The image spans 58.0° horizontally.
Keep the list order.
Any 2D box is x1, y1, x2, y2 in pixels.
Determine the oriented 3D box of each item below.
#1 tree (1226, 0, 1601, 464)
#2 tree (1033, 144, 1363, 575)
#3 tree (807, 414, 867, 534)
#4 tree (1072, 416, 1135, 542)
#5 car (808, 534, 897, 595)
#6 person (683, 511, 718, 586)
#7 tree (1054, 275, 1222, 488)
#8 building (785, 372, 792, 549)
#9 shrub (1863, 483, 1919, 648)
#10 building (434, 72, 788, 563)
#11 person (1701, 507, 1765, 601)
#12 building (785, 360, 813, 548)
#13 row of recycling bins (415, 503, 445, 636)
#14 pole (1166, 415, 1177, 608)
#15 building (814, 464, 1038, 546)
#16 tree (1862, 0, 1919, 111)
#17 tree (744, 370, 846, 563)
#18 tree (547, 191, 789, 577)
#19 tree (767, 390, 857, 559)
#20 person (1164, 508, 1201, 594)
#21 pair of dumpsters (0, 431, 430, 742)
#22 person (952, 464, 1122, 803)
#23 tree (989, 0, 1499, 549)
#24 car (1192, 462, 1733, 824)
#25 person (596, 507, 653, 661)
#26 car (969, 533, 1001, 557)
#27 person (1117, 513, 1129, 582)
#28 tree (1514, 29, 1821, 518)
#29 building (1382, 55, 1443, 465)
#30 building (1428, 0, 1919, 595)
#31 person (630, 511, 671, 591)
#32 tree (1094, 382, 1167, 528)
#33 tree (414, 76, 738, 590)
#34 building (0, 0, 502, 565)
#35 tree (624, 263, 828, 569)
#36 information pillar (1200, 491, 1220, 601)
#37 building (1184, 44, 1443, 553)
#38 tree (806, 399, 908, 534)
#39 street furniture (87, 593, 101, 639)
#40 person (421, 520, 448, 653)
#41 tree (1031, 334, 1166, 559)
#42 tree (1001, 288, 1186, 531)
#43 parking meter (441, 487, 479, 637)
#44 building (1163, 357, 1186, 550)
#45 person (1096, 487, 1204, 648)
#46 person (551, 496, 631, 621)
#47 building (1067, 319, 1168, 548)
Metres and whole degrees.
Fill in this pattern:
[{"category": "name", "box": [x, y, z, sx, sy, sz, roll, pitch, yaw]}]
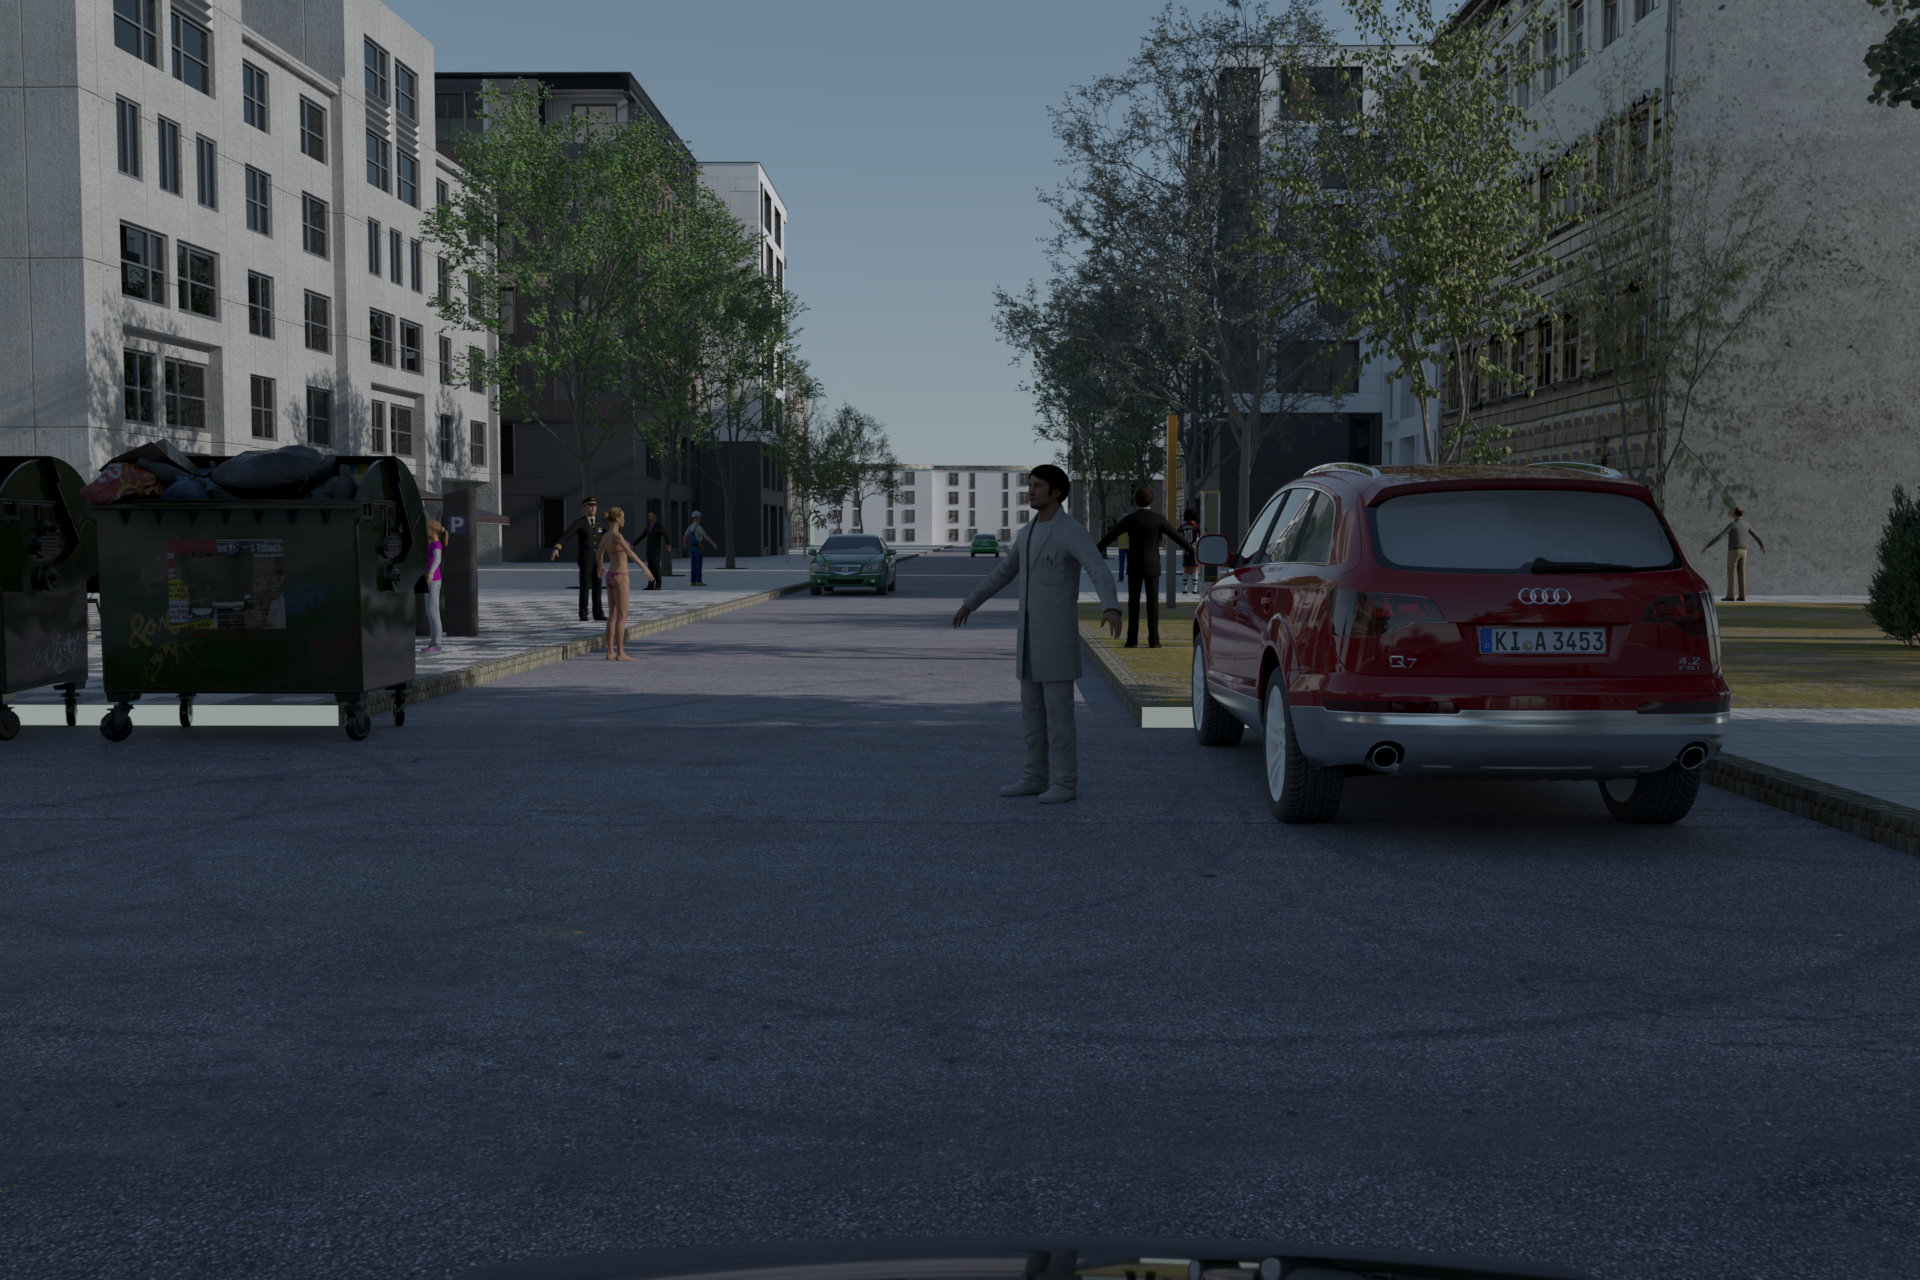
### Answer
[{"category": "tree", "box": [5.483, -4.271, 20.190, 4.737, 8.622, 4.395, 0, 3, 0]}, {"category": "tree", "box": [7.353, -8.780, 53.917, 12.009, 13.543, 11.850, 0, 3, 0]}, {"category": "tree", "box": [-7.542, -9.549, 106.496, 4.737, 8.622, 4.395, 0, 3, 0]}, {"category": "tree", "box": [7.701, -8.879, 95.530, 4.360, 8.622, 3.978, 0, 3, 0]}, {"category": "car", "box": [-2.569, -1.857, 42.158, 2.131, 1.459, 4.920, 0, 4, 2]}, {"category": "person", "box": [-6.480, -2.259, 42.789, 1.347, 1.847, 0.705, 3, 5, 45]}, {"category": "tree", "box": [7.273, -8.759, 68.957, 9.928, 11.665, 9.643, 0, 3, 0]}, {"category": "building", "box": [-23.226, -16.452, 135.453, 16.747, 18.905, 31.486, 0, 4, 0]}, {"category": "shrub", "box": [11.066, -0.925, 19.539, 1.690, 2.028, 1.600, 0, 3, 0]}, {"category": "building", "box": [-24.946, -15.250, 93.310, 27.936, 21.610, 32.646, 0, 4, 0]}, {"category": "person", "box": [14.820, -1.640, 33.082, 1.348, 1.796, 0.705, -1, 4, -11]}, {"category": "building", "box": [-24.347, -20.219, 161.510, 19.493, 23.208, 18.063, 0, 4, 2]}, {"category": "row of recycling bins", "box": [-7.145, -0.938, 22.454, 1.069, 1.692, 3.534, 0, 4, 1]}, {"category": "pole", "box": [3.644, -2.202, 29.851, 0.158, 3.312, 0.155, 0, 3, 0]}, {"category": "building", "box": [-3.512, -16.126, 208.271, 28.070, 9.664, 9.099, 0, 4, -4]}, {"category": "tree", "box": [8.607, -6.279, 9.318, 9.857, 13.997, 8.962, 0, 3, 0]}, {"category": "tree", "box": [-7.926, -7.747, 77.023, 4.360, 8.622, 3.978, 0, 3, 0]}, {"category": "tree", "box": [-8.731, -7.723, 52.024, 9.928, 11.665, 9.643, 0, 3, 0]}, {"category": "tree", "box": [-7.705, -8.434, 88.258, 4.737, 8.622, 4.395, 0, 3, 0]}, {"category": "person", "box": [4.940, -1.886, 36.977, 1.345, 1.843, 0.704, 2, 4, 31]}, {"category": "pair of dumpsters", "box": [-6.201, -0.454, 12.373, 4.436, 2.255, 1.574, 0, 4, 1]}, {"category": "person", "box": [0.450, -0.045, 9.373, 0.705, 1.806, 1.347, -3, 4, -38]}, {"category": "tree", "box": [6.187, -7.764, 37.310, 12.009, 13.543, 11.850, 0, 3, 0]}, {"category": "car", "box": [2.592, -0.089, 10.121, 2.281, 1.827, 5.304, 0, 4, 1]}, {"category": "person", "box": [-3.830, -0.638, 19.693, 0.721, 1.733, 1.217, -3, 4, -38]}, {"category": "car", "box": [1.557, -6.063, 107.930, 1.959, 1.807, 4.718, 0, 4, 1]}, {"category": "person", "box": [4.413, -2.457, 46.144, 1.349, 1.833, 0.705, 0, 4, -4]}, {"category": "tree", "box": [10.242, -4.633, 26.112, 4.360, 8.622, 3.978, 0, 3, 0]}, {"category": "building", "box": [22.527, -13.061, 69.971, 16.016, 20.090, 11.380, 0, 4, 1]}, {"category": "building", "box": [24.016, -13.060, 44.457, 19.493, 23.208, 18.063, 0, 4, 1]}, {"category": "person", "box": [-6.990, -2.027, 39.370, 1.346, 1.802, 0.704, 3, 4, 39]}, {"category": "tree", "box": [7.807, -7.818, 78.183, 4.737, 8.622, 4.395, 0, 3, 0]}, {"category": "tree", "box": [-8.814, -7.010, 40.371, 9.928, 11.665, 9.643, 0, 3, 0]}, {"category": "building", "box": [-27.647, -11.529, 54.955, 16.747, 18.905, 31.486, 0, 4, 2]}, {"category": "tree", "box": [-8.482, -8.414, 63.321, 9.928, 11.665, 9.643, 0, 3, 0]}, {"category": "information pillar", "box": [4.293, -1.544, 29.742, 0.304, 2.012, 0.304, 0, 4, 2]}, {"category": "building", "box": [25.294, -14.976, 88.838, 27.936, 21.610, 32.646, 0, 4, 1]}, {"category": "tree", "box": [-7.034, -11.343, 119.875, 7.601, 10.594, 8.767, 1, 4, 15]}, {"category": "street furniture", "box": [-24.647, -1.079, 22.667, 27.439, 1.986, 14.083, 1, 4, 19]}, {"category": "person", "box": [-5.786, -0.583, 18.802, 0.599, 1.433, 0.991, -1, 4, -22]}, {"category": "tree", "box": [7.163, -9.910, 87.781, 9.928, 11.665, 9.643, 0, 3, 0]}, {"category": "tree", "box": [9.189, -15.932, 116.378, 12.611, 20.169, 13.585, 0, 3, 0]}, {"category": "parking meter", "box": [-6.265, -0.977, 21.685, 0.399, 1.863, 0.255, 0, 4, 1]}, {"category": "building", "box": [26.778, -18.989, 141.405, 19.493, 23.208, 18.063, 0, 4, 2]}, {"category": "person", "box": [2.070, -0.816, 19.530, 1.347, 1.806, 0.705, 0, 4, 5]}, {"category": "person", "box": [-5.443, -1.201, 25.578, 1.347, 1.837, 0.705, -3, 4, -39]}, {"category": "building", "box": [24.957, -20.465, 178.576, 27.936, 21.610, 32.646, 0, 4, 2]}]
